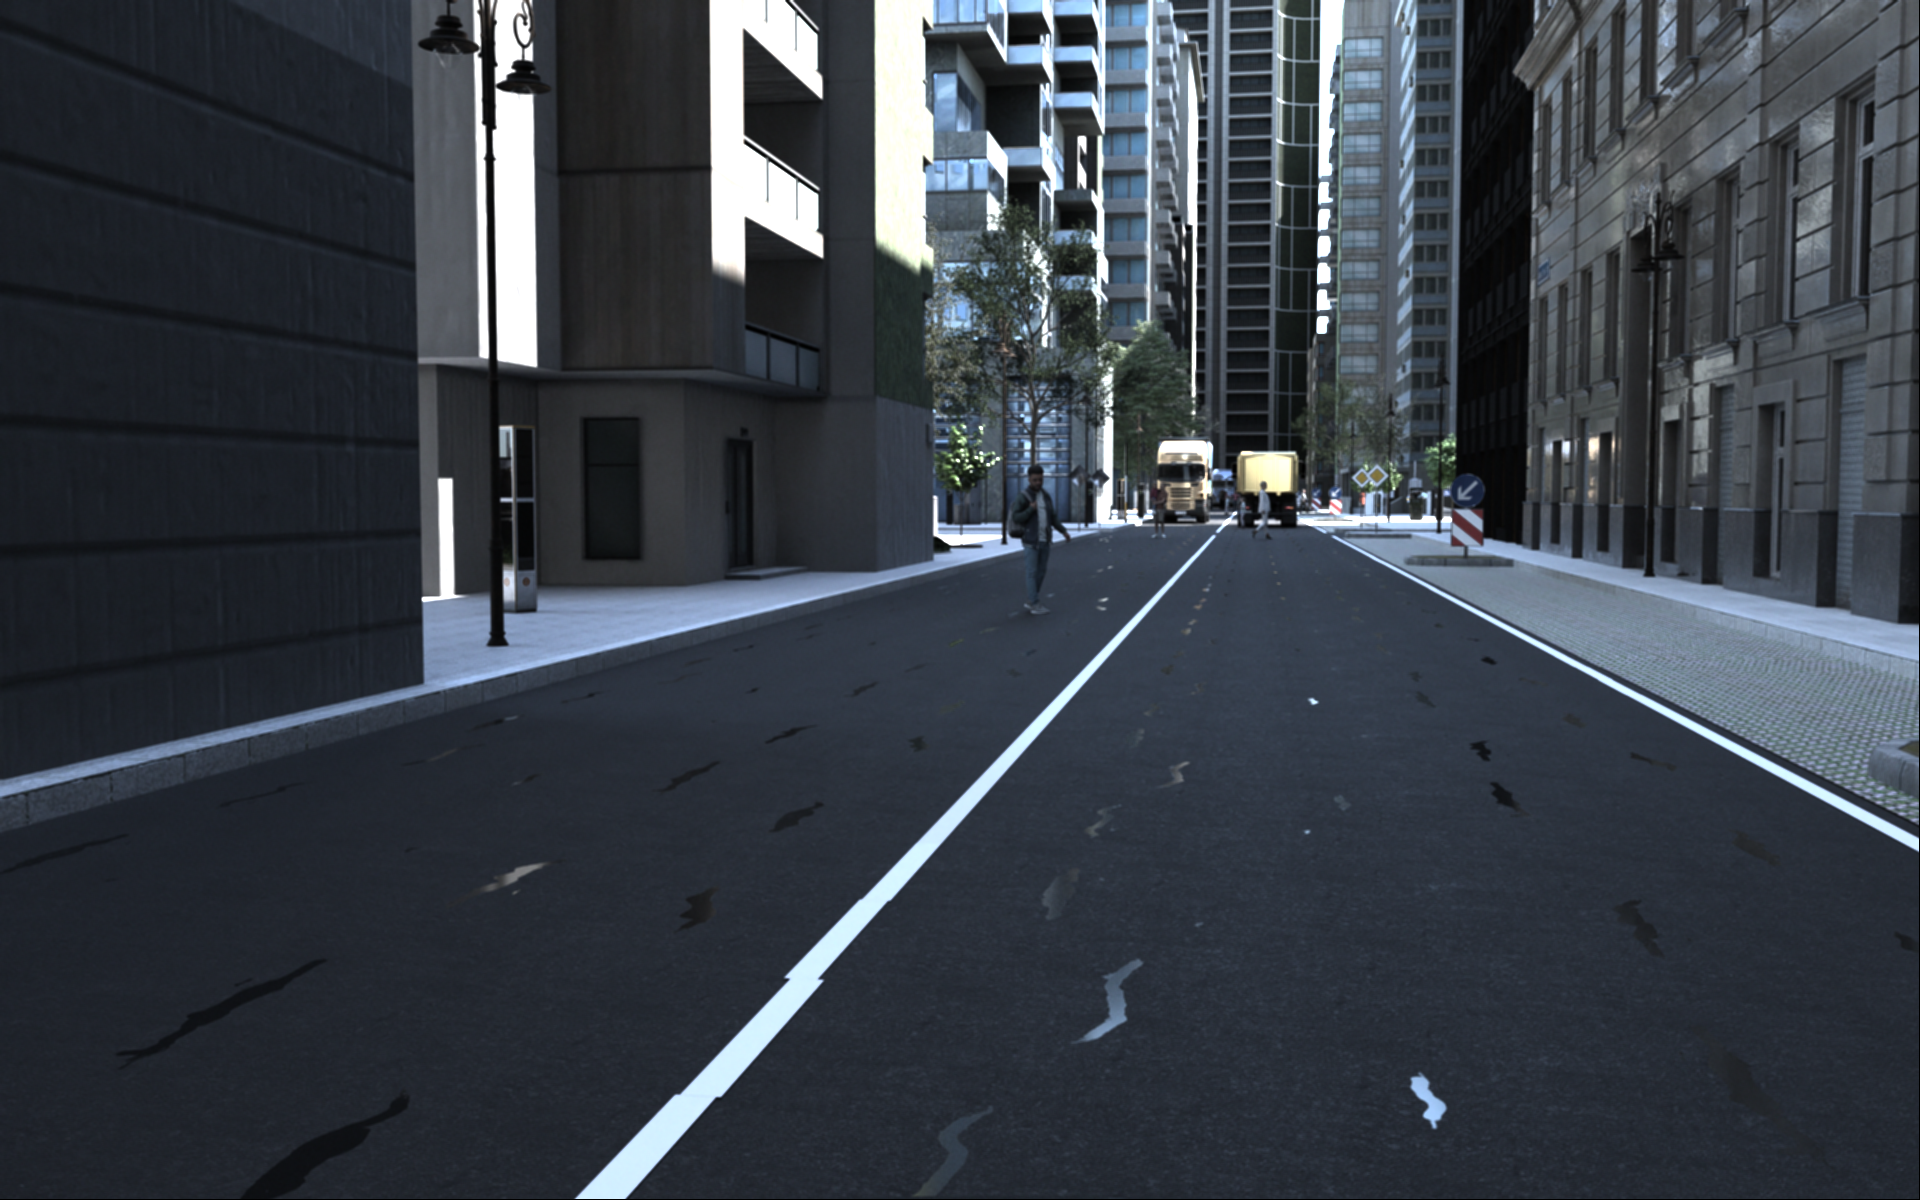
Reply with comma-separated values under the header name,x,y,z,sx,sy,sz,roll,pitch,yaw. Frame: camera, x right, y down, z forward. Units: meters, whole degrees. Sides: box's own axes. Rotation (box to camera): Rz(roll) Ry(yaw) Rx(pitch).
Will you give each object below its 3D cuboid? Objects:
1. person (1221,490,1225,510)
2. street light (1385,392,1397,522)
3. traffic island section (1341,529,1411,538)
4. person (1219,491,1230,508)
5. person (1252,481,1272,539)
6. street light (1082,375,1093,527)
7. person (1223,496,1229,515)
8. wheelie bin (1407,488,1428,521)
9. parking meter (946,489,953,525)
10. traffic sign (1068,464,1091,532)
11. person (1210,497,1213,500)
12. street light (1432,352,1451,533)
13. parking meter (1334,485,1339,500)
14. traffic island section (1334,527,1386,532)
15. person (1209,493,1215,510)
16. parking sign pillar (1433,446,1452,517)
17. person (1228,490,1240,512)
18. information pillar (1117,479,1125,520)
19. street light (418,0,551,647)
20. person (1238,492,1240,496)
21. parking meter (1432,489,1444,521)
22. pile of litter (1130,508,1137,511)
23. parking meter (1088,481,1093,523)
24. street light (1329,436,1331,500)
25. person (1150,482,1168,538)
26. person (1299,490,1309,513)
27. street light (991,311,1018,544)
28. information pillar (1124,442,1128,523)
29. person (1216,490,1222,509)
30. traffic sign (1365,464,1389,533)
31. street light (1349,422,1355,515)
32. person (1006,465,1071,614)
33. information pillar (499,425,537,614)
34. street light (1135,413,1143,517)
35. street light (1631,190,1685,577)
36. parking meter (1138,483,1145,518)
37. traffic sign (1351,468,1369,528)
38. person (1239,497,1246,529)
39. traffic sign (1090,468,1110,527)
name,x,y,z,sx,sy,sz,roll,pitch,yaw
person,24.345,-9.280,160.366,0.705,1.807,1.348,0,4,1
street light,19.577,-6.490,78.902,0.468,5.910,1.993,1,4,10
traffic island section,13.782,-2.140,57.262,2.009,0.180,2.903,1,4,10
person,24.817,-9.364,162.322,1.217,1.743,0.721,3,4,37
person,9.579,-2.848,54.940,0.818,1.842,0.514,-1,4,-17
street light,4.901,-5.761,66.974,0.468,5.910,1.993,1,4,10
person,18.407,-6.540,119.705,0.394,1.301,0.425,0,4,6
wheelie bin,22.023,-4.621,83.456,0.980,1.594,0.693,1,4,17
parking meter,-0.431,-4.088,72.543,0.255,1.863,0.399,0,4,3
traffic sign,4.054,-3.376,58.844,0.795,2.450,0.064,1,4,10
person,21.265,-8.499,148.240,0.721,1.735,1.217,3,5,44
street light,15.662,-5.118,56.464,0.468,5.910,1.993,1,4,10
parking meter,25.112,-6.712,115.451,0.255,1.863,0.399,0,4,5
traffic island section,15.114,-2.621,65.136,2.009,0.180,2.903,1,4,10
person,22.811,-9.131,157.802,1.348,1.822,0.705,-3,5,-40
parking sign pillar,27.003,-6.575,95.968,1.447,3.967,1.447,1,4,21
person,22.634,-8.136,142.237,1.217,1.743,0.721,0,4,4
information pillar,8.089,-5.044,86.968,0.304,2.012,0.304,3,5,41
street light,-3.912,-2.550,14.475,0.468,5.910,1.993,1,4,10
person,24.088,-8.531,148.702,0.721,1.735,1.217,1,4,9
parking meter,22.985,-4.563,83.018,0.372,1.533,0.369,0,3,0
pile of litter,13.429,-7.058,129.357,1.176,0.858,1.719,-1,4,-21
parking meter,5.689,-4.280,75.684,0.255,1.863,0.399,0,4,1
street light,29.584,-10.132,138.439,0.468,5.910,1.993,1,4,10
person,6.534,-2.976,57.128,0.580,1.828,0.573,-1,4,-12
person,26.123,-7.495,131.448,0.834,1.777,0.661,2,4,27
street light,1.128,-4.353,43.963,0.468,5.910,1.993,1,4,10
information pillar,7.487,-5.307,78.125,0.183,3.616,0.504,0,4,3
person,25.268,-9.727,167.544,0.705,1.823,1.348,-3,5,-42
traffic sign,13.758,-3.275,57.189,0.795,2.450,0.064,1,4,10
street light,24.570,-8.298,108.456,0.468,5.910,1.993,1,4,10
person,0.908,-0.732,20.822,0.721,1.781,0.623,3,5,39
information pillar,-4.797,-0.871,18.728,0.304,2.012,0.304,2,4,35
street light,9.947,-7.564,96.461,0.468,5.910,1.993,1,4,10
street light,10.709,-3.299,26.729,0.468,5.910,1.993,1,4,10
parking meter,9.756,-5.348,93.155,0.255,1.863,0.399,1,4,23
traffic sign,15.089,-3.757,65.063,0.795,2.450,0.064,1,4,10
person,11.713,-3.616,71.899,0.394,1.301,0.425,-1,4,-17
traffic sign,5.385,-3.858,66.718,0.795,2.450,0.064,1,4,10
